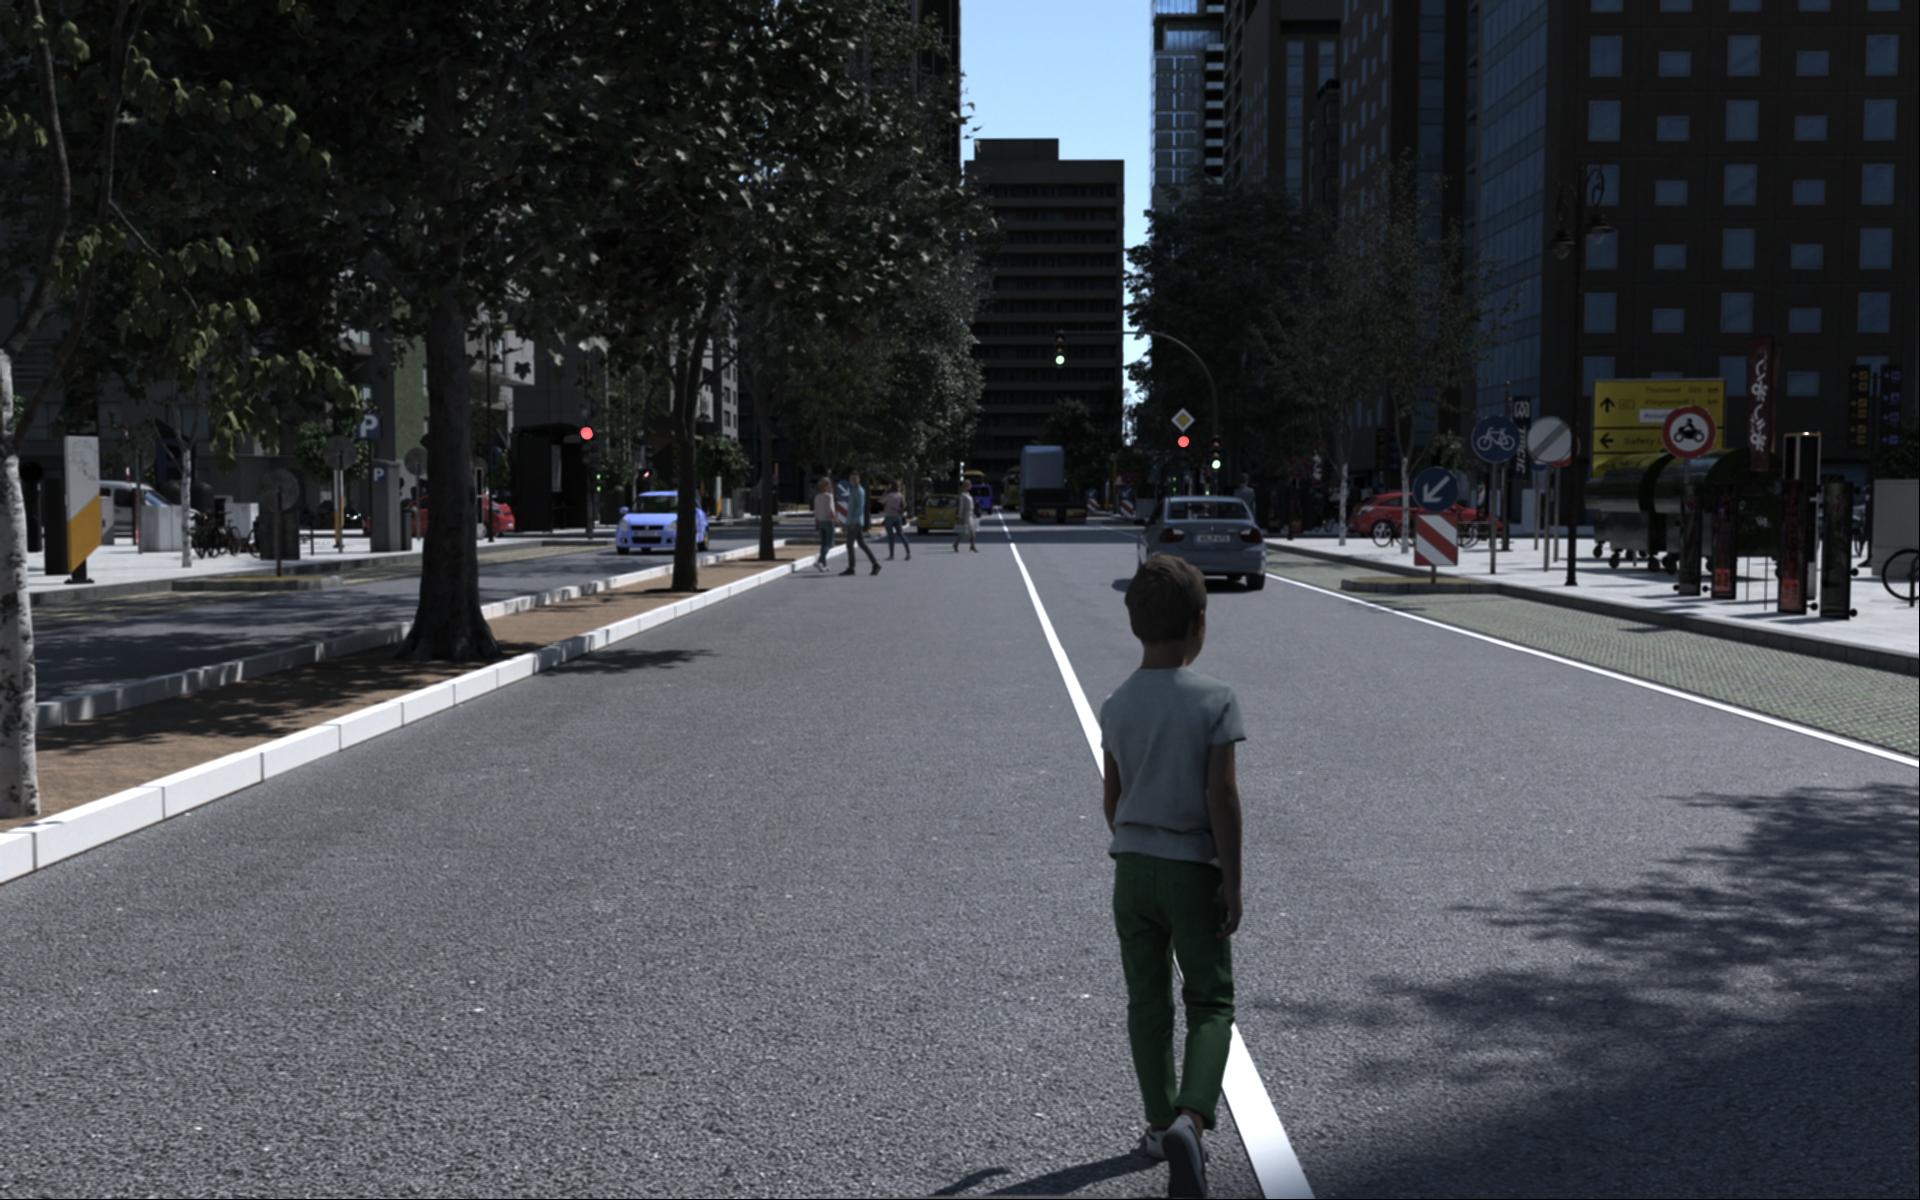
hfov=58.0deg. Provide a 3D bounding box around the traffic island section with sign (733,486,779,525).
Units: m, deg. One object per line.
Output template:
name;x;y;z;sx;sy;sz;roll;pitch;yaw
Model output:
traffic island section with sign;-9.553;-4.458;81.509;1.989;1.847;2.006;0;4;1

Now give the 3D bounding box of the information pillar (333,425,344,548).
information pillar;-14.862;-3.060;41.382;0.183;3.616;0.504;0;4;-6

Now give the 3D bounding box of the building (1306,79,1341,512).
building;31.859;-21.551;124.058;14.160;30.474;14.107;0;4;1

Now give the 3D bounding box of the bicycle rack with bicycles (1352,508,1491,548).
bicycle rack with bicycles;11.379;-1.735;41.746;2.925;0.926;2.852;0;4;-4

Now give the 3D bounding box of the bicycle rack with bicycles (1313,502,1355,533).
bicycle rack with bicycles;13.273;-2.712;57.720;2.852;0.926;2.925;0;4;-6

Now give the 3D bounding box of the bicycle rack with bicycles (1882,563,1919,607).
bicycle rack with bicycles;12.059;-0.393;19.801;2.852;0.926;2.925;-3;5;-40

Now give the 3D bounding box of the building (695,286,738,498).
building;-31.536;-25.406;187.085;14.107;30.474;14.160;0;4;1

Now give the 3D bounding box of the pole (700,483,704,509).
pole;-14.977;-6.532;100.642;0.158;3.312;0.155;0;3;0

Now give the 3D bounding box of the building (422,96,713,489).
building;-38.892;-35.274;165.976;28.713;52.752;27.495;0;4;1

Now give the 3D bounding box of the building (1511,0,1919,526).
building;30.903;-25.967;74.664;14.200;45.320;14.600;0;4;1

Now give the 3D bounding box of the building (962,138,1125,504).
building;11.212;-37.627;238.895;21.600;48.544;21.300;0;4;1

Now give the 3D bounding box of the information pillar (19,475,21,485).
information pillar;-33.364;-3.466;61.157;0.304;2.012;0.304;0;4;-8

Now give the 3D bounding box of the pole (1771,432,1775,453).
pole;21.667;-3.211;46.335;0.158;3.312;0.155;0;3;0

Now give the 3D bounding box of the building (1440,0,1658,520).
building;30.561;-27.609;101.512;14.600;45.320;14.200;0;4;1

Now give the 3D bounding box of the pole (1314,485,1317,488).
pole;23.527;-7.388;114.631;0.158;3.312;0.155;0;3;0

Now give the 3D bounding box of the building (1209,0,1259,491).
building;36.891;-45.451;181.380;20.563;71.187;20.611;0;4;1

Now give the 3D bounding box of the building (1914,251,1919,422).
building;61.457;-32.902;79.951;28.212;58.520;21.231;0;4;1

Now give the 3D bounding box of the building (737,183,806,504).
building;-35.475;-35.819;240.258;28.867;44.769;22.147;0;4;1

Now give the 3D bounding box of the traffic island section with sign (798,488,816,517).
traffic island section with sign;-9.058;-6.112;108.561;1.989;1.847;2.006;0;4;1

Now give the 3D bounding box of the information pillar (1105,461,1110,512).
information pillar;10.451;-8.023;122.533;0.183;3.616;0.504;2;4;29

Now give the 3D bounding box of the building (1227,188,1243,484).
building;32.502;-24.078;165.371;14.160;30.474;14.107;0;4;1

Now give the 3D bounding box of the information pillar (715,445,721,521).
information pillar;-11.467;-5.555;82.177;0.183;3.616;0.504;1;4;14

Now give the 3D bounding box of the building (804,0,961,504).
building;-10.286;-48.945;238.507;20.611;71.187;20.563;0;4;1

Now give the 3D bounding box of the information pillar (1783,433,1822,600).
information pillar;10.198;-1.011;21.024;0.304;2.012;0.304;0;4;-5

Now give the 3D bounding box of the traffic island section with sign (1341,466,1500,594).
traffic island section with sign;6.729;-1.039;25.611;1.989;1.847;2.006;0;4;1

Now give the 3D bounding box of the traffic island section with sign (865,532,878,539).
traffic island section with sign;-3.713;-2.955;56.454;2.006;1.907;1.989;0;4;1

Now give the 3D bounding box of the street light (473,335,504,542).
street light;-12.523;-4.483;46.080;0.468;5.910;1.993;0;4;1

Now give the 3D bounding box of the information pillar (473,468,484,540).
information pillar;-13.558;-2.688;48.448;0.304;2.012;0.304;1;4;23

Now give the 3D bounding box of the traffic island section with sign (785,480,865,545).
traffic island section with sign;-3.854;-2.502;49.048;2.006;1.907;1.989;0;4;1

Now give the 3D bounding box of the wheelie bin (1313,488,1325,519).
wheelie bin;17.260;-4.659;84.075;0.693;1.594;0.980;-3;4;-38

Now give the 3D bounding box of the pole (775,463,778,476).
pole;-12.056;-7.331;113.704;0.158;3.312;0.155;0;3;0

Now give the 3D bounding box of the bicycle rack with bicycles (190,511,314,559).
bicycle rack with bicycles;-14.632;-1.335;35.204;2.852;0.926;2.925;0;4;7

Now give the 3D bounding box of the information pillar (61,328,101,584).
information pillar;-12.580;-2.045;24.783;0.183;3.616;0.504;2;4;30

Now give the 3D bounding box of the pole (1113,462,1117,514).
pole;9.923;-7.164;110.977;0.158;3.312;0.155;0;3;0

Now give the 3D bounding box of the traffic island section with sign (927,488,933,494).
traffic island section with sign;-2.383;-7.550;131.581;2.006;1.907;1.989;0;4;1

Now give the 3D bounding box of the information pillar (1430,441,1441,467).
information pillar;20.670;-5.137;75.342;0.504;3.616;0.183;-1;4;-17

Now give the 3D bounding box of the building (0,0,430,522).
building;-32.927;-24.047;76.759;14.154;41.232;14.086;0;4;1

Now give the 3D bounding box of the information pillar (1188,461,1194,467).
information pillar;15.013;-7.427;112.779;0.504;3.616;0.183;-1;4;-14

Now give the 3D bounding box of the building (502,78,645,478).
building;-34.892;-43.002;141.330;20.563;71.187;20.611;0;4;1

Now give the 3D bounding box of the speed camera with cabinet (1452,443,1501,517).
speed camera with cabinet;19.745;-4.419;66.592;0.660;3.252;2.038;-3;5;-42

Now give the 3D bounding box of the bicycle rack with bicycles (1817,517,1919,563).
bicycle rack with bicycles;18.186;-1.363;35.660;2.852;0.926;2.925;2;4;35

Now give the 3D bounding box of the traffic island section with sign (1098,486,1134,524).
traffic island section with sign;7.737;-4.496;82.137;1.989;1.847;2.006;0;4;1

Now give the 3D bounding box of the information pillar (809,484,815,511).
information pillar;-10.926;-7.551;127.944;0.304;2.012;0.304;-2;4;-29

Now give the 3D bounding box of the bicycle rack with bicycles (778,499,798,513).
bicycle rack with bicycles;-13.439;-7.073;129.025;2.925;0.926;2.852;-2;4;-29

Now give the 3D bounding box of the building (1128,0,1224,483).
building;37.913;-56.626;238.502;31.000;86.520;22.319;0;4;1

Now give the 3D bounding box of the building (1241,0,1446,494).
building;32.433;-30.594;150.328;14.600;45.320;14.200;0;4;1

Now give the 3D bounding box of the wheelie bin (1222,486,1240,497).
wheelie bin;10.331;-3.532;65.658;0.980;1.594;0.693;0;4;-7

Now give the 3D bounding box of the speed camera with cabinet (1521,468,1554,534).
speed camera with cabinet;18.917;-3.810;56.630;0.660;3.252;2.038;2;4;31

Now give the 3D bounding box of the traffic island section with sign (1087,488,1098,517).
traffic island section with sign;8.225;-6.179;109.651;1.989;1.847;2.006;0;4;1

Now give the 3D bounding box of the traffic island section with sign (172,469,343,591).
traffic island section with sign;-10.531;-1.078;26.260;1.989;1.847;2.006;0;4;1
